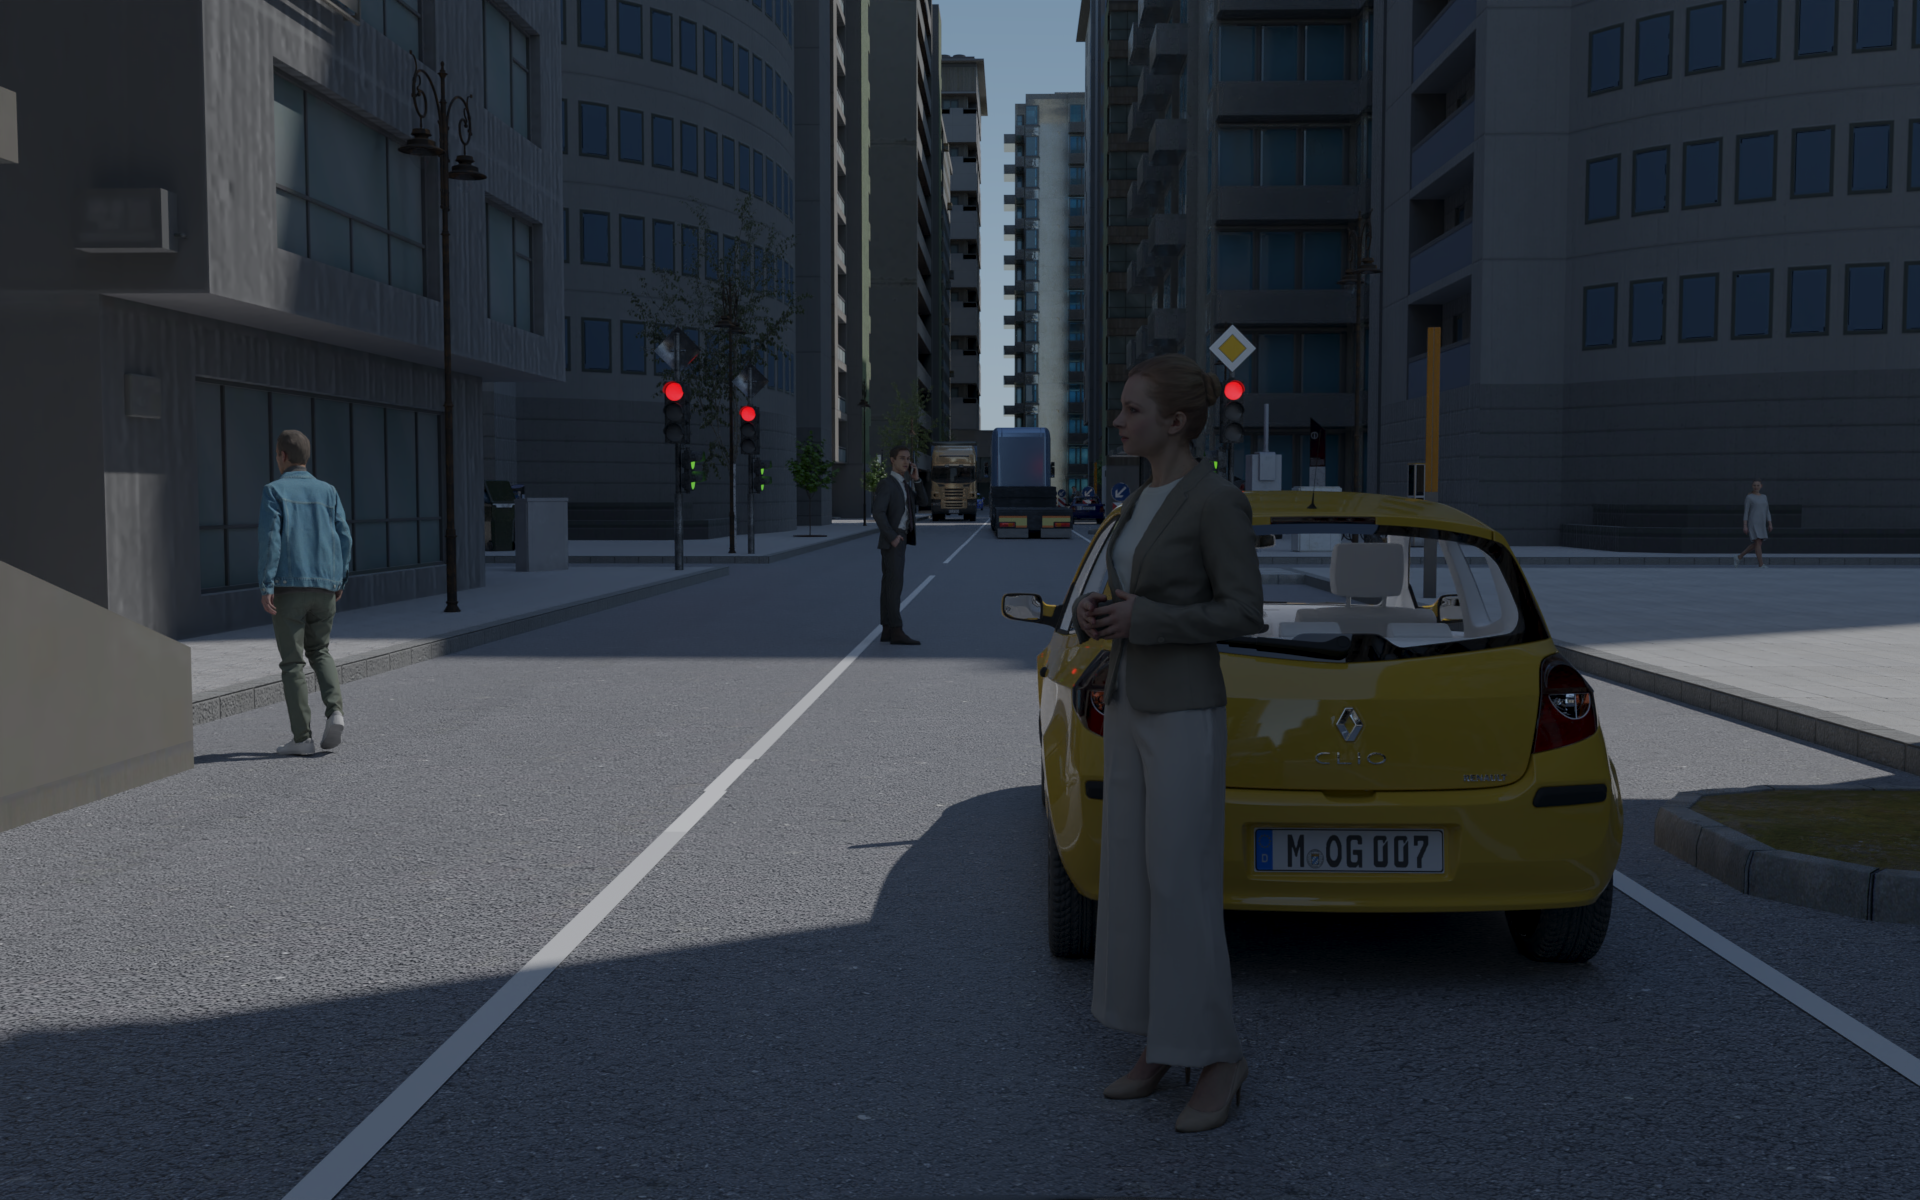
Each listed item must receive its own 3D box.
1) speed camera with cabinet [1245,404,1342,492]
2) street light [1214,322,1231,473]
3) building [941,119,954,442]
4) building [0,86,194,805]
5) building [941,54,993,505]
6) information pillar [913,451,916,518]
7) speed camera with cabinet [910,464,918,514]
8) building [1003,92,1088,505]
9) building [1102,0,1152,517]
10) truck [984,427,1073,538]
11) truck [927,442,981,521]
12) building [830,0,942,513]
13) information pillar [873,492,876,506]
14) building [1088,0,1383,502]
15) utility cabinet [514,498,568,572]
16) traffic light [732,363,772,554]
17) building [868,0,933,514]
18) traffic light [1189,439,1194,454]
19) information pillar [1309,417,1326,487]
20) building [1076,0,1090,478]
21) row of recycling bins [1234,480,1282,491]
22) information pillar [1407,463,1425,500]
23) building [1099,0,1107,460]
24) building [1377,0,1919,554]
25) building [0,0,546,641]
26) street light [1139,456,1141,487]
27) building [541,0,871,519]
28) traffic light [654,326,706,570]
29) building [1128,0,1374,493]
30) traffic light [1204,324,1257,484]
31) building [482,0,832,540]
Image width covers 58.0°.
[{"bbox_3d":[7.379,-2.691,38.326,2.038,3.252,0.660,0,4,-7],"label":"speed camera with cabinet"},{"bbox_3d":[7.122,-4.512,46.561,0.468,5.910,1.993,0,4,2],"label":"street light"},{"bbox_3d":[-12.755,-29.393,172.454,23.993,40.220,32.217,0,4,2],"label":"building"},{"bbox_3d":[-20.325,-18.931,1.409,32.217,40.220,23.993,0,4,2],"label":"building"},{"bbox_3d":[-8.439,-37.940,209.559,27.495,52.752,28.713,0,4,2],"label":"building"},{"bbox_3d":[-2.514,-6.281,94.057,0.183,3.616,0.504,0,4,3],"label":"information pillar"},{"bbox_3d":[-3.536,-7.196,111.992,2.038,3.252,0.660,-1,4,-14],"label":"speed camera with cabinet"},{"bbox_3d":[20.437,-35.869,206.071,30.456,49.044,23.786,0,4,2],"label":"building"},{"bbox_3d":[15.367,-20.210,102.135,14.160,30.474,14.107,0,4,2],"label":"building"},{"bbox_3d":[2.423,-4.545,64.064,2.967,4.110,18.799,0,4,0],"label":"truck"},{"bbox_3d":[-0.314,-6.467,94.649,2.839,4.237,11.283,0,3,0],"label":"truck"},{"bbox_3d":[-8.786,-27.950,140.570,14.154,41.232,14.086,0,4,2],"label":"building"},{"bbox_3d":[-4.380,-5.285,90.902,0.304,2.012,0.304,-1,4,-19],"label":"information pillar"},{"bbox_3d":[21.336,-36.865,144.750,21.231,58.520,28.212,0,4,2],"label":"building"},{"bbox_3d":[-7.009,-1.092,29.009,0.306,1.237,1.020,2,4,28],"label":"utility cabinet"},{"bbox_3d":[-4.464,-2.945,37.064,0.839,4.253,0.868,0,4,2],"label":"traffic light"},{"bbox_3d":[-13.101,-30.518,122.665,21.300,48.544,21.600,0,4,2],"label":"building"},{"bbox_3d":[4.743,-2.928,36.788,0.839,4.253,0.868,0,4,2],"label":"traffic light"},{"bbox_3d":[10.834,-3.743,52.556,0.504,3.616,0.183,2,4,23],"label":"information pillar"},{"bbox_3d":[26.333,-35.702,172.972,28.713,52.752,27.495,0,4,2],"label":"building"},{"bbox_3d":[8.346,-2.663,50.656,1.069,1.692,3.534,-1,4,-19],"label":"row of recycling bins"},{"bbox_3d":[10.938,-2.266,41.549,0.304,2.012,0.304,-1,4,-22],"label":"information pillar"},{"bbox_3d":[17.266,-28.973,123.822,14.600,45.320,14.200,0,4,2],"label":"building"},{"bbox_3d":[26.833,-30.749,44.753,28.212,58.520,21.231,0,4,2],"label":"building"},{"bbox_3d":[-12.644,-20.560,19.748,14.086,41.232,14.154,0,4,2],"label":"building"},{"bbox_3d":[8.205,-6.487,78.845,0.468,5.910,1.993,0,4,2],"label":"street light"},{"bbox_3d":[-12.147,-24.731,87.950,14.154,41.232,14.086,0,4,2],"label":"building"},{"bbox_3d":[-4.718,-2.456,29.082,0.839,4.253,0.868,0,4,2],"label":"traffic light"},{"bbox_3d":[18.590,-27.622,71.226,23.786,49.044,30.456,0,4,2],"label":"building"},{"bbox_3d":[4.489,-2.440,28.807,0.839,4.253,0.868,0,4,2],"label":"traffic light"},{"bbox_3d":[-16.388,-31.587,58.448,21.231,58.520,28.212,0,4,2],"label":"building"}]
